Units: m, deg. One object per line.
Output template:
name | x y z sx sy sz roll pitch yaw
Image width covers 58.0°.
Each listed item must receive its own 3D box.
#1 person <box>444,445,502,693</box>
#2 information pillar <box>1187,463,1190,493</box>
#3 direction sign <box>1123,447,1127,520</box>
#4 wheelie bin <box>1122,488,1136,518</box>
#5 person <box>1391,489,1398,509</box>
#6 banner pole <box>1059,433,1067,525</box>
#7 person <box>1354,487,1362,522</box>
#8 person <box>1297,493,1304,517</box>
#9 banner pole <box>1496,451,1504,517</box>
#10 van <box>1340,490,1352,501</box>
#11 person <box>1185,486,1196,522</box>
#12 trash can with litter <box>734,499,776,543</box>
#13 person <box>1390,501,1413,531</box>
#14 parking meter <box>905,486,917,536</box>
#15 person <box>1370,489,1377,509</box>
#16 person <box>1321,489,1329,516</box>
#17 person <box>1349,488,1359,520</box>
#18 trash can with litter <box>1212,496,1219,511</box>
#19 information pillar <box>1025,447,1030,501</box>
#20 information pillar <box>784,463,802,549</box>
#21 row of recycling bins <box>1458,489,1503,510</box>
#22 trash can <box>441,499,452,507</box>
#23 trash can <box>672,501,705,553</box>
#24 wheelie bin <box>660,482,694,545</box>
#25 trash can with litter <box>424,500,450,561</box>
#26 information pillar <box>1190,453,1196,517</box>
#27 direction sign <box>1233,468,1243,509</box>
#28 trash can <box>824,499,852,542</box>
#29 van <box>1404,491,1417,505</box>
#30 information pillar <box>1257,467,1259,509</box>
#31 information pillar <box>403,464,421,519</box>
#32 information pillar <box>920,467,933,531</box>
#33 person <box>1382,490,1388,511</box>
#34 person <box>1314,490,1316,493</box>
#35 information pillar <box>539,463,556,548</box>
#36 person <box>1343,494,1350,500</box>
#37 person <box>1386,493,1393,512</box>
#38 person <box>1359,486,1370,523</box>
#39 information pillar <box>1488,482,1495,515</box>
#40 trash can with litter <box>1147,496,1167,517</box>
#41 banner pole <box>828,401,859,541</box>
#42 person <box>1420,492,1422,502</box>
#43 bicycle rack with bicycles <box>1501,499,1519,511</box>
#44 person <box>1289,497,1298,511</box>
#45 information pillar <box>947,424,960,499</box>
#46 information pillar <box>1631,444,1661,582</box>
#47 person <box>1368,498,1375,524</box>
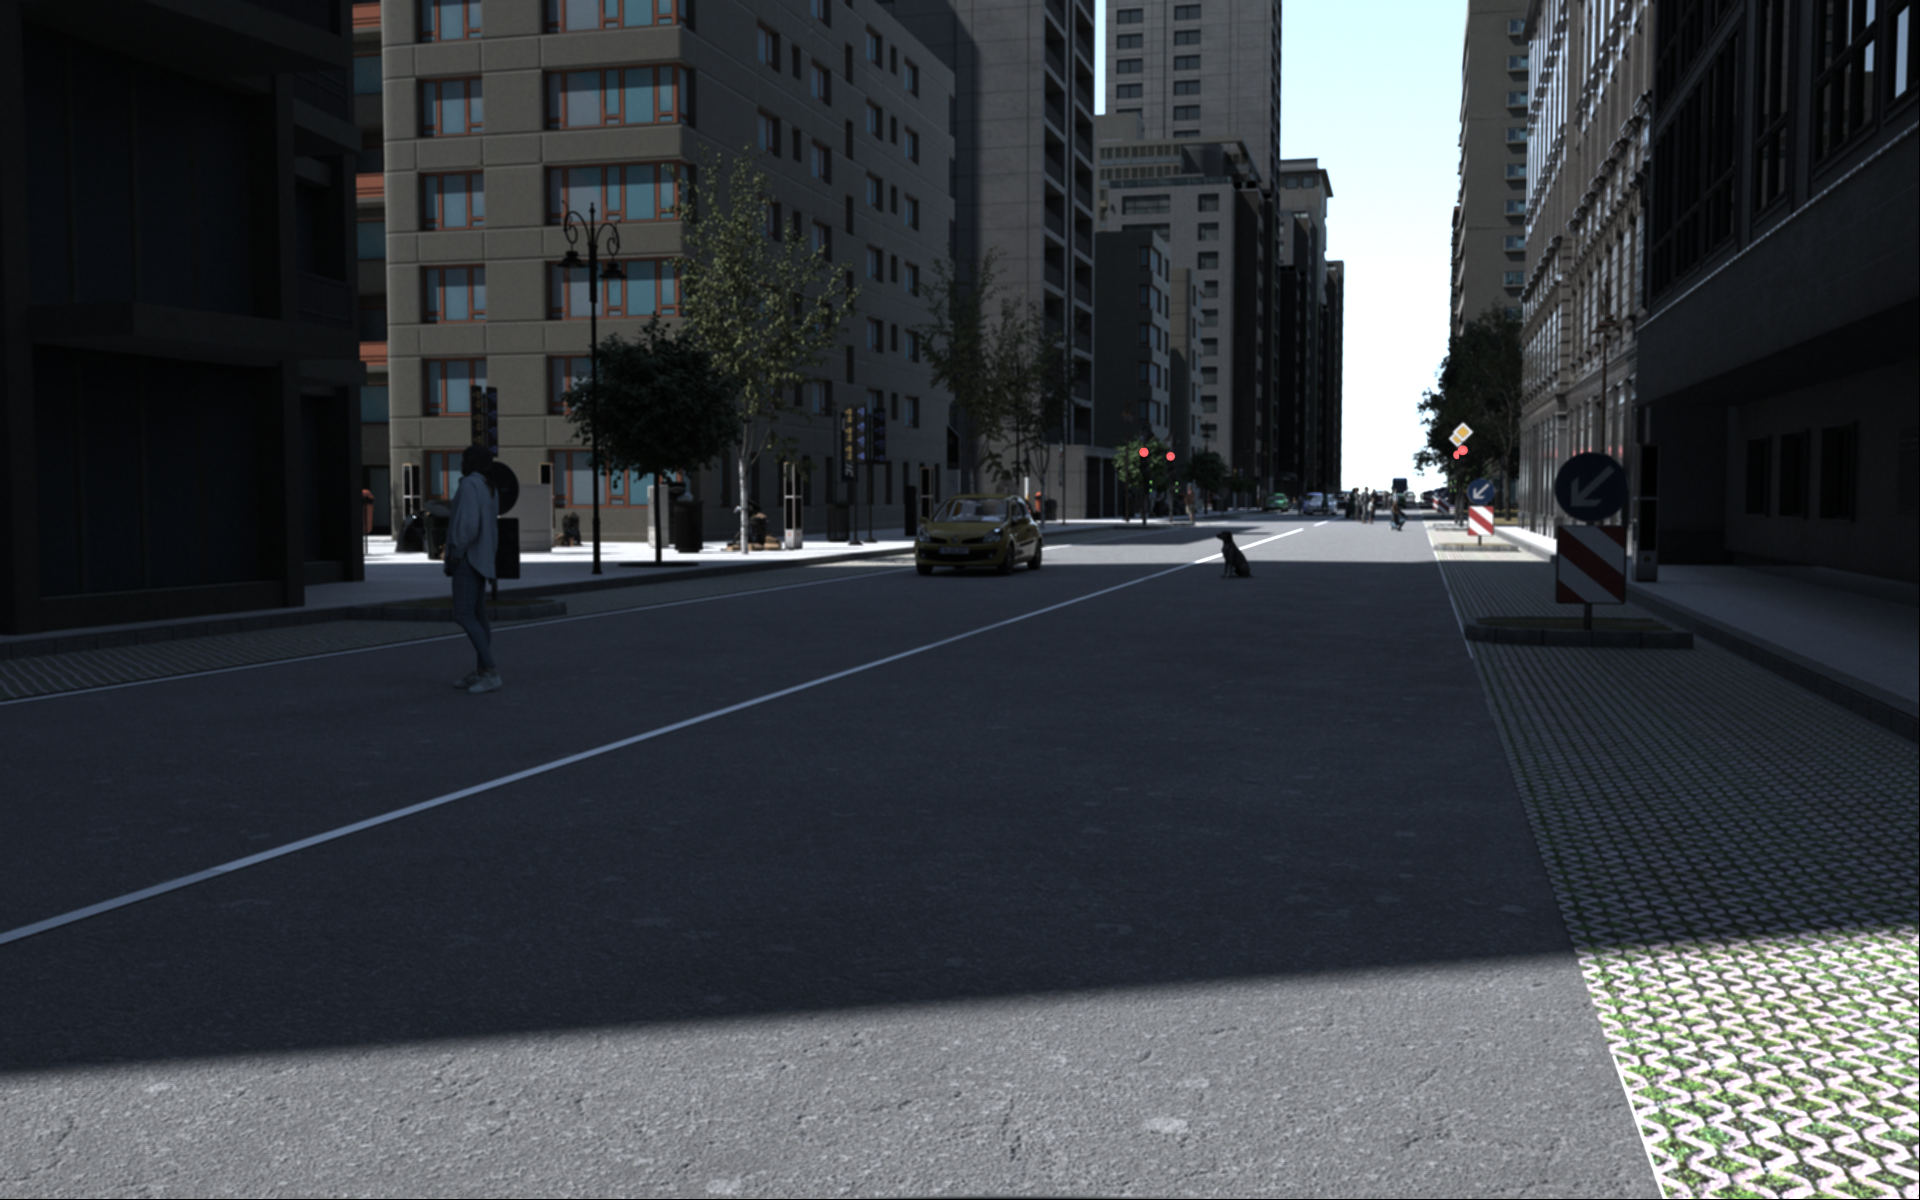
person | -3.557 -0.243 12.744 0.793 1.790 0.793 -2 4 -33
information pillar | 16.400 -8.086 123.568 0.504 3.616 0.183 -1 4 -21
direction sign | 8.092 -5.643 84.263 0.379 3.537 0.876 0 4 1
wheelie bin | 9.180 -5.289 94.378 0.693 1.594 0.980 -1 4 -12
person | 36.420 -8.361 145.084 0.818 1.842 0.514 0 4 -2
banner pole | 4.186 -4.949 70.925 0.401 3.779 0.863 1 4 23
person | 20.769 -4.970 90.034 0.573 1.790 0.520 0 4 -4
person | 20.879 -5.828 106.387 0.523 1.515 0.503 1 4 10
banner pole | 30.527 -6.581 97.613 0.401 3.779 0.863 0 4 4
van | 41.700 -10.988 186.668 2.013 2.044 4.112 1 4 15
person | 10.798 -4.444 81.139 0.573 1.828 0.580 -1 4 -10
trash can with litter | -5.377 -2.098 45.686 1.055 1.170 0.624 -3 5 -44
person | 17.118 -3.268 67.435 1.012 1.151 0.738 -1 4 -14
parking meter | -1.497 -2.719 52.867 0.372 1.533 0.369 0 3 0
person | 30.981 -7.451 130.123 0.655 1.846 0.447 -2 4 -34
person | 24.147 -6.467 114.485 0.529 1.795 0.600 2 4 25
person | 22.100 -5.406 97.141 0.600 1.795 0.529 1 4 10
trash can with litter | 19.030 -7.137 128.076 0.624 1.170 1.055 -1 4 -18
information pillar | 3.299 -5.737 85.150 0.183 3.616 0.504 -1 4 -15
information pillar | -3.888 -2.197 40.420 0.304 2.012 0.304 2 4 35
row of recycling bins | 41.067 -7.926 136.695 3.534 1.692 1.069 2 4 26
trash can | -13.406 -2.071 45.520 0.748 1.137 0.748 0 3 0
trash can | -5.931 -1.602 37.849 0.748 1.137 0.748 0 3 0
wheelie bin | -7.263 -2.213 44.096 0.980 1.594 0.693 -1 4 -18
trash can with litter | -9.961 -1.361 33.643 0.624 1.170 1.055 -3 5 -43
information pillar | 13.392 -6.586 99.036 0.183 3.616 0.504 1 4 8
direction sign | 23.932 -9.617 149.229 0.876 3.537 0.379 2 4 27
trash can | -3.260 -2.119 46.297 0.748 1.137 0.748 0 3 0
van | 60.851 -13.927 234.713 2.013 2.044 4.112 1 4 13
information pillar | 25.413 -9.554 147.567 0.183 3.616 0.504 1 4 9
information pillar | -13.440 -2.326 42.515 0.304 2.012 0.304 2 4 33
information pillar | -0.918 -2.660 47.989 0.304 2.012 0.304 1 4 13
person | 35.431 -8.292 144.262 0.526 1.800 0.537 1 4 10
person | 29.589 -8.318 144.692 0.606 1.804 0.583 -1 4 -20
information pillar | -9.872 -2.260 41.448 0.304 2.012 0.304 0 4 -2
person | 34.338 -8.671 153.455 0.628 1.438 0.799 2 4 26
person | 35.304 -8.023 142.270 0.503 1.515 0.523 -3 5 -39
person | 19.975 -4.698 85.407 0.391 1.810 0.635 3 5 44
information pillar | 32.147 -6.134 104.776 0.304 2.012 0.304 -2 4 -33
trash can with litter | 10.825 -5.122 95.131 1.055 1.170 0.624 -3 4 -36
banner pole | -3.148 -3.476 46.853 0.863 3.779 0.401 1 4 10
person | 75.687 -16.814 284.084 0.721 1.739 1.217 -1 4 -9
bicycle rack with bicycles | 41.359 -7.047 128.600 2.852 0.926 2.925 -3 5 -42
person | 28.401 -8.137 147.031 0.738 1.151 1.012 -2 4 -30
information pillar | -0.228 -4.086 58.158 0.504 3.616 0.183 2 4 32
information pillar | 10.028 -1.274 25.324 0.304 2.012 0.304 0 4 8
person | 19.783 -4.291 83.337 0.352 1.250 0.332 2 4 27
